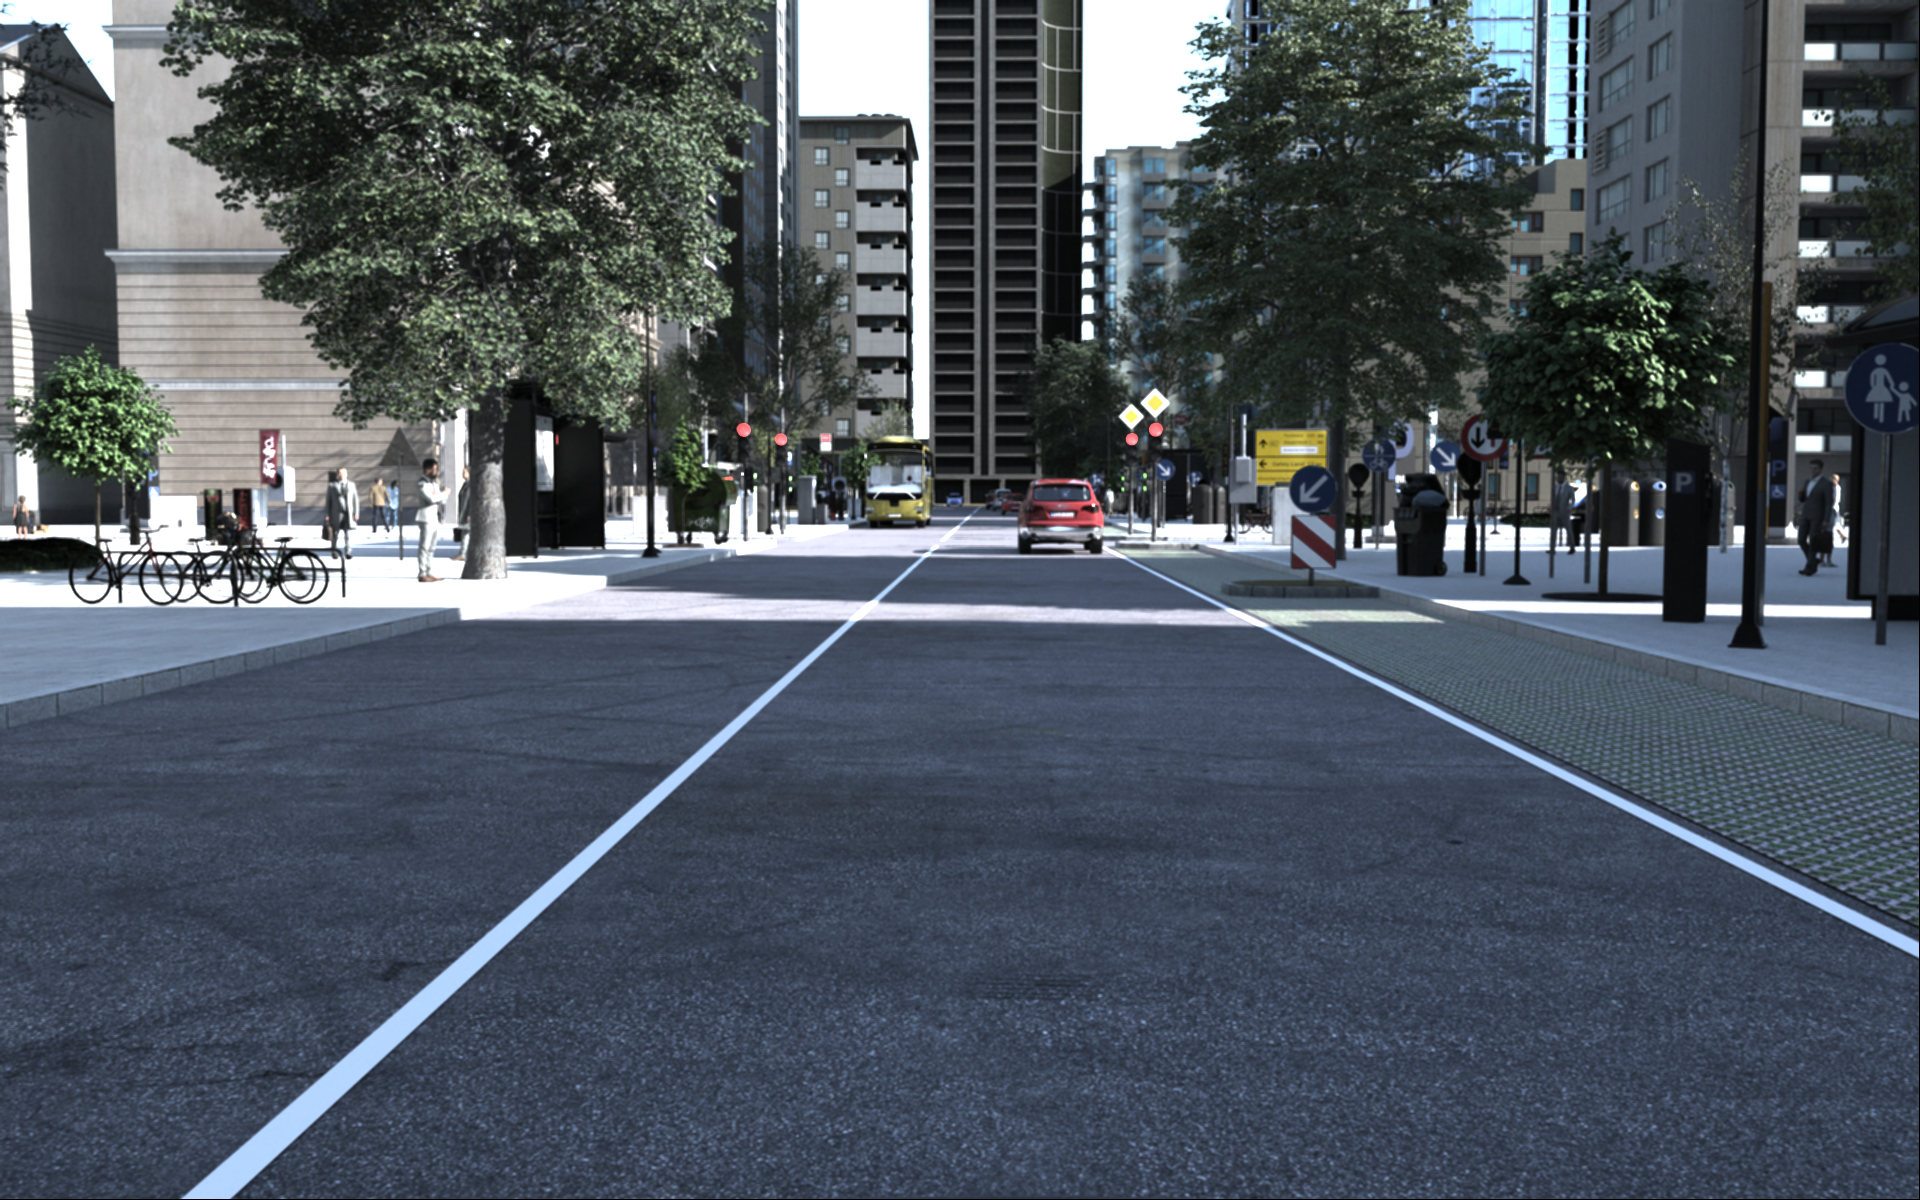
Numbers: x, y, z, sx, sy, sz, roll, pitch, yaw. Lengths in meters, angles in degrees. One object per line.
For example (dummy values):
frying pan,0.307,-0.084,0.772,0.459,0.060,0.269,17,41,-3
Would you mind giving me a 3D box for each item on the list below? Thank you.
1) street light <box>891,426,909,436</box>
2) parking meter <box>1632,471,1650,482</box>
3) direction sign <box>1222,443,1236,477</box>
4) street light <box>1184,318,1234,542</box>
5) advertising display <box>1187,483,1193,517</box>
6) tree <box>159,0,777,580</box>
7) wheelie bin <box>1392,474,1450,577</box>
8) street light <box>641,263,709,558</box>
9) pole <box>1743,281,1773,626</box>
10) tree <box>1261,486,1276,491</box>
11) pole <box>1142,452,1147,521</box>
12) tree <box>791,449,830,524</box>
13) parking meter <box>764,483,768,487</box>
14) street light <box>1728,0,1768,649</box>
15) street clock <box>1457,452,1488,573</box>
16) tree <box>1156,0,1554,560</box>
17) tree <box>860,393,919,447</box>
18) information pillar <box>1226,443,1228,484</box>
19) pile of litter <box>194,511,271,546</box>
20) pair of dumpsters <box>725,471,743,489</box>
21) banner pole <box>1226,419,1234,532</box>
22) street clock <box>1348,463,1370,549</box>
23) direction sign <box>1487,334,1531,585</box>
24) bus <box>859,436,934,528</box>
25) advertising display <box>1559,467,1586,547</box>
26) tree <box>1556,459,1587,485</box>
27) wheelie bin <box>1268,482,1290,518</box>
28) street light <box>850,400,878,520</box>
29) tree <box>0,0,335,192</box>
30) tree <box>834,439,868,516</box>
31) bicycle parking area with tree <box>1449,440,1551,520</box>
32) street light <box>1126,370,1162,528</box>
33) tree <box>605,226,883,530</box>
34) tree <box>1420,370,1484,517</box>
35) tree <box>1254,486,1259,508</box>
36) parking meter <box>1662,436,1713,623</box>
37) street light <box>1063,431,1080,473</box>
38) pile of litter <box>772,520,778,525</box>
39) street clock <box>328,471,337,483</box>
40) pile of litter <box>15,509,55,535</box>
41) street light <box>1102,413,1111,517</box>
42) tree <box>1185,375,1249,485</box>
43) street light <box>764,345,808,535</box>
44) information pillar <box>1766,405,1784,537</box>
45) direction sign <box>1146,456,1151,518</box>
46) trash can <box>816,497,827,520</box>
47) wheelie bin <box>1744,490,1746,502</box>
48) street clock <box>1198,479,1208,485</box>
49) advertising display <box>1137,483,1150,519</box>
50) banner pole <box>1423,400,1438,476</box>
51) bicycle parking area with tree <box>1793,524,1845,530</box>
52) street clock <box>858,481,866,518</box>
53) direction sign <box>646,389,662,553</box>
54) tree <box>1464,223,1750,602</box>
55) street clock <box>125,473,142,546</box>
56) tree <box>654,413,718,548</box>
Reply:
street light,-4.119,-8.875,117.639,1.470,5.913,1.316,0,4,1
parking meter,17.383,-2.360,44.291,0.399,1.863,0.255,0,4,1
direction sign,12.093,-5.253,77.890,0.379,3.537,0.876,-2,4,-32
street light,6.624,-4.490,45.950,1.470,5.913,1.316,0,4,1
advertising display,12.804,-5.624,97.164,0.123,1.923,0.974,-1,4,-16
tree,-7.197,-7.291,25.864,9.857,13.997,8.962,0,3,0
wheelie bin,7.216,-1.174,27.111,0.693,1.594,0.980,-2,4,-31
street light,-5.744,-3.816,34.927,1.470,5.913,1.316,0,4,1
pole,7.726,-1.403,16.783,0.158,3.312,0.155,0,3,0
tree,19.277,-6.736,104.735,1.663,3.219,1.824,0,3,0
pole,8.913,-5.500,83.773,0.158,3.312,0.155,0,3,0
tree,-6.431,-4.893,74.601,1.663,3.219,1.824,0,3,0
parking meter,-9.903,-5.073,88.661,0.399,1.863,0.255,3,5,42
street light,6.072,-2.559,14.376,1.470,5.913,1.316,0,4,1
street clock,8.343,-1.449,28.260,0.471,2.002,0.358,1,4,11
tree,7.510,-7.075,33.805,7.486,12.596,7.792,0,3,0
tree,-4.903,-10.756,126.222,4.360,8.622,3.978,0,3,0
information pillar,12.347,-5.392,79.515,0.183,3.616,0.504,3,5,42
pile of litter,-18.106,-1.782,43.095,1.719,0.858,1.176,1,4,10
pair of dumpsters,-9.815,-4.132,70.049,1.574,2.255,4.437,0,4,1
banner pole,9.160,-4.181,58.371,0.401,3.779,0.863,0,4,8
street clock,9.373,-2.213,40.752,0.471,2.002,0.358,0,4,5
direction sign,7.914,-1.989,24.511,0.876,3.537,0.379,1,4,18
bus,-2.600,-5.214,76.796,2.896,3.916,12.252,0,4,1
advertising display,14.943,-2.260,42.157,0.974,1.923,0.123,-2,4,-29
tree,33.512,-8.958,96.821,4.737,8.622,4.395,0,3,0
wheelie bin,8.372,-2.245,44.620,0.980,1.594,0.693,-1,4,-23
street light,-4.759,-6.943,86.057,1.470,5.913,1.316,0,4,1
tree,-7.817,-6.173,11.292,12.009,13.543,11.850,0,3,0
tree,-5.915,-7.365,104.136,4.285,4.588,4.351,0,3,0
bicycle parking area with tree,27.466,-6.238,88.994,9.016,4.147,8.231,-1,4,-9
street light,6.954,-5.669,65.226,1.470,5.913,1.316,0,4,1
tree,-6.548,-7.769,61.434,8.767,10.594,7.601,2,4,31
tree,27.658,-8.894,95.773,4.360,8.622,3.978,0,3,0
tree,21.114,-7.906,123.869,1.663,3.219,1.824,0,3,0
parking meter,7.290,-0.712,17.346,0.399,1.863,0.255,3,5,41
street light,8.323,-9.541,128.530,1.470,5.913,1.316,0,4,1
pile of litter,-8.294,-3.629,73.295,1.176,0.858,1.719,0,4,-1
street clock,-20.121,-3.120,55.579,0.358,2.002,0.471,-2,4,-23
pile of litter,-29.607,-2.541,55.511,1.176,0.858,1.719,0,4,1
street light,7.763,-7.609,96.955,1.470,5.913,1.316,0,4,1
tree,15.418,-9.479,105.341,4.737,8.622,4.395,0,3,0
street light,-5.427,-4.991,54.151,1.470,5.913,1.316,0,4,1
information pillar,21.304,-3.294,45.218,0.504,3.616,0.183,2,4,35
direction sign,10.352,-6.283,94.730,0.379,3.537,0.876,-2,4,-33
trash can,-7.044,-4.629,87.331,0.748,1.137,0.748,0,3,0
wheelie bin,24.651,-2.786,53.451,0.693,1.594,0.980,0,4,-6
street clock,11.712,-4.830,83.548,0.471,2.002,0.358,1,4,14
advertising display,9.646,-5.252,91.081,0.123,1.923,0.974,-2,4,-28
banner pole,11.521,-3.211,42.522,0.401,3.779,0.863,3,5,43
bicycle parking area with tree,34.763,-4.567,61.677,9.016,4.147,8.231,-1,4,-20
street clock,-5.228,-5.434,93.411,0.471,2.002,0.358,1,4,18
direction sign,-6.685,-2.789,37.604,0.379,3.537,0.876,0,4,2
tree,7.927,-2.288,21.117,4.285,4.588,4.351,0,3,0
street clock,-20.566,-2.358,43.127,0.358,2.002,0.471,0,4,2
tree,-6.565,-2.882,41.724,1.663,3.219,1.824,0,3,0
